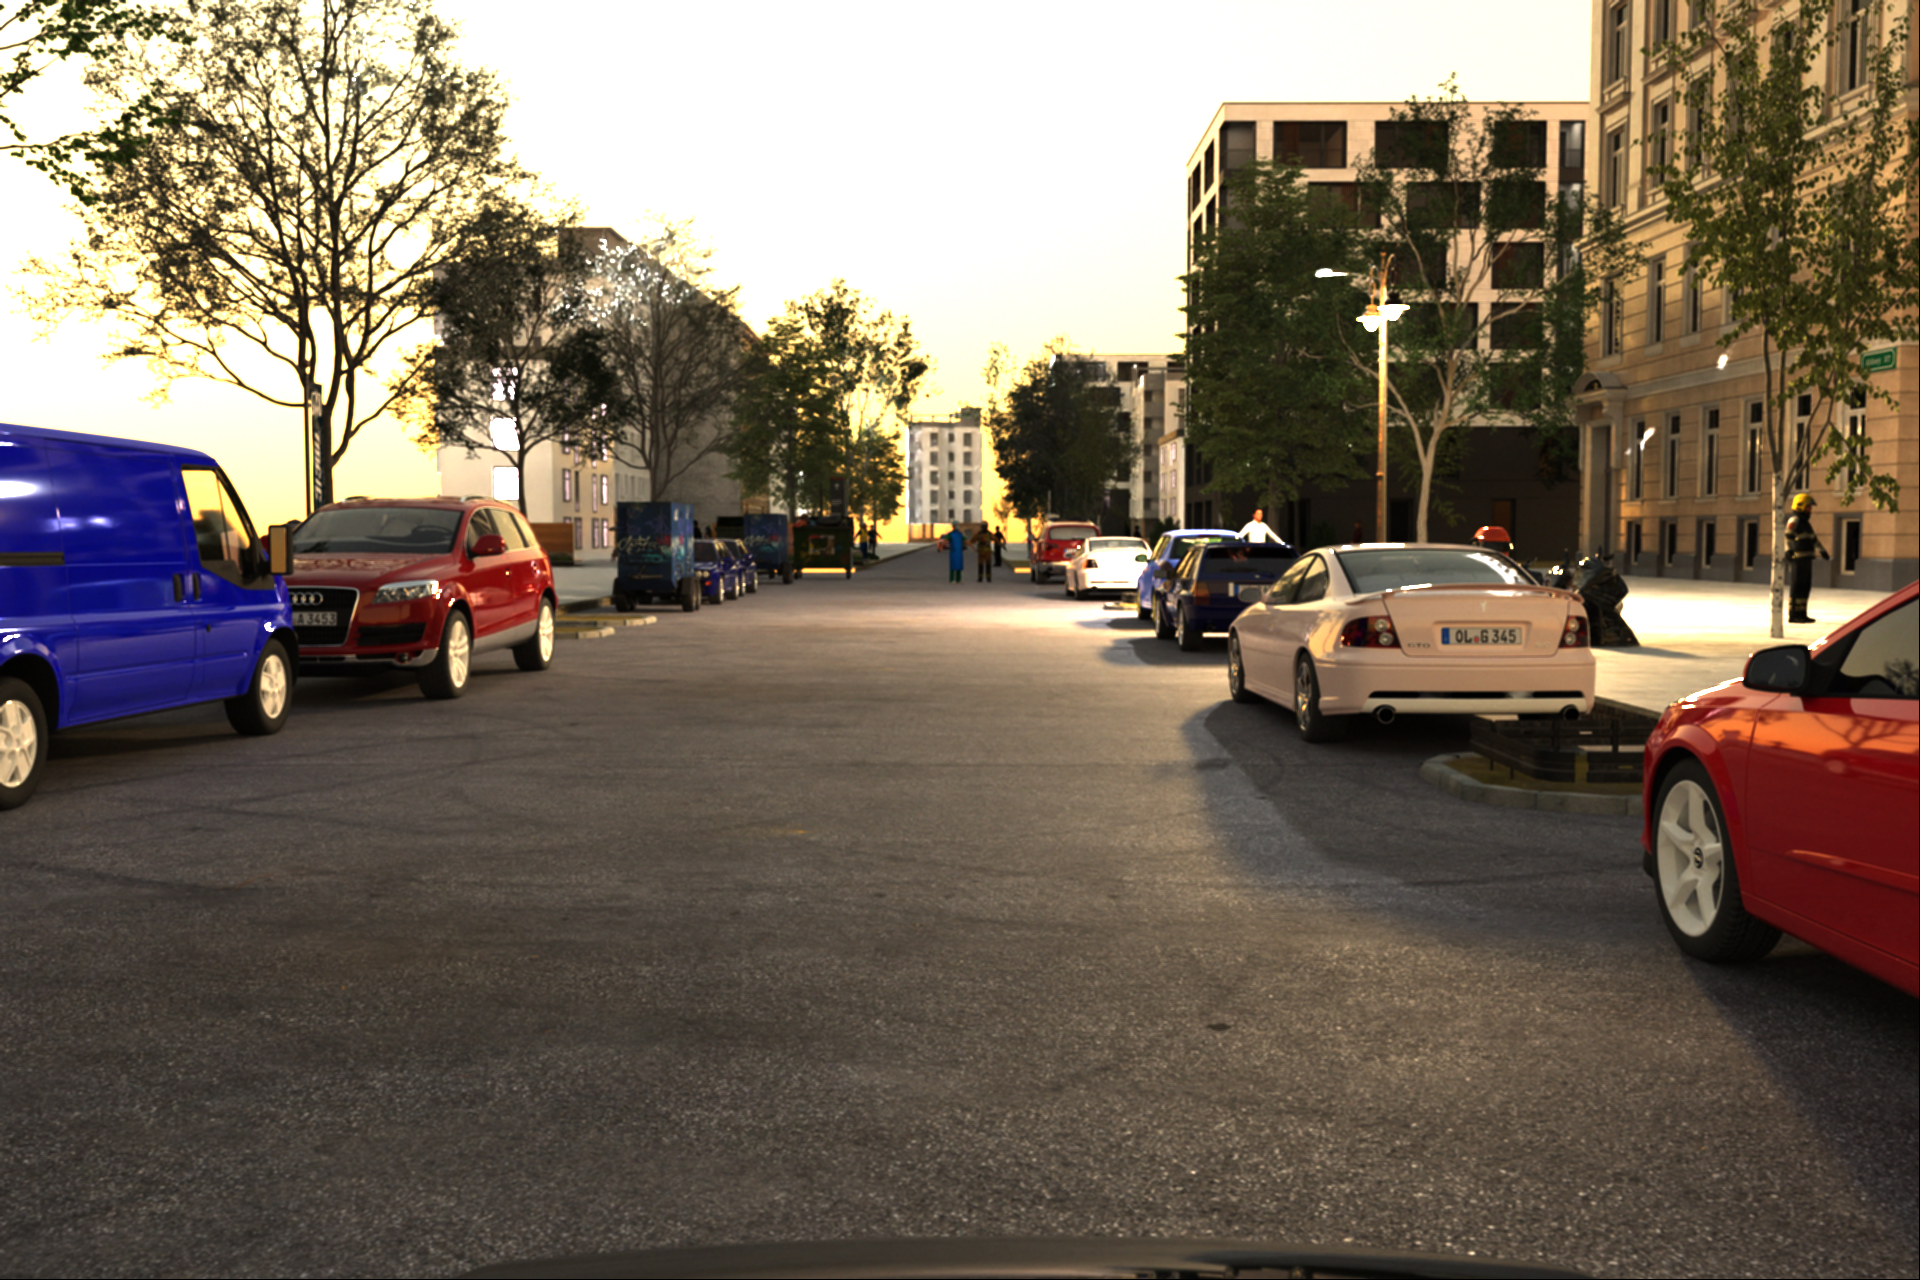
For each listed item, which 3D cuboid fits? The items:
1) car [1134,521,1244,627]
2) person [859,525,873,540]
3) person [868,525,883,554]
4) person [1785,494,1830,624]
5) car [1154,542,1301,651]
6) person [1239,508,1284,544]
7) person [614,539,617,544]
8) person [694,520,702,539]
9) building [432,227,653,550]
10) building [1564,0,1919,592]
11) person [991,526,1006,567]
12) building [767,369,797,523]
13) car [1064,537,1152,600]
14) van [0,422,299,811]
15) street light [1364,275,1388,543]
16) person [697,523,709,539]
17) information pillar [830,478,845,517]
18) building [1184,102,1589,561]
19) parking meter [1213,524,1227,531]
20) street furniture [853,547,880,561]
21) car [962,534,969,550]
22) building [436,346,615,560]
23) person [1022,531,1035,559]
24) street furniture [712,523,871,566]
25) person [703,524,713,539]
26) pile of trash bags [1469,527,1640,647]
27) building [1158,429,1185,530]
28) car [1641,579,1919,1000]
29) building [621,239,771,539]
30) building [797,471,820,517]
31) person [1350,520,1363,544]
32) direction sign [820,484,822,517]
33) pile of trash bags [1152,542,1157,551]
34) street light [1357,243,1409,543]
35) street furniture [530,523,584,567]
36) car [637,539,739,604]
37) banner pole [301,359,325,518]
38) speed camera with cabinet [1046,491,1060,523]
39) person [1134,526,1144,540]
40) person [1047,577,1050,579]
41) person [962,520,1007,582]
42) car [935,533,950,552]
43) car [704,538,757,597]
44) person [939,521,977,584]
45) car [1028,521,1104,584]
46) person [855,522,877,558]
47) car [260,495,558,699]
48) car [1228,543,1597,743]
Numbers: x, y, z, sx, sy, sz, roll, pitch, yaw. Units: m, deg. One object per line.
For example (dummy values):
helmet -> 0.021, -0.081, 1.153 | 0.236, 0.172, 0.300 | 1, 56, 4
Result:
car -> 3.822, -1.125, 27.989 | 1.945, 1.707, 3.694 | 0, 4, 0
person -> -5.437, -5.713, 99.596 | 0.705, 1.806, 1.347 | -3, 4, -37
person -> -5.173, -5.839, 101.401 | 1.347, 1.837, 0.705 | 1, 4, 8
person -> 12.132, -1.171, 24.919 | 1.351, 1.858, 0.704 | -3, 5, -43
car -> 3.545, -0.606, 22.486 | 1.945, 1.354, 3.894 | 0, 3, 0
person -> 6.045, -1.774, 35.166 | 1.344, 1.810, 0.704 | -1, 4, -21
person -> -12.350, -3.617, 65.279 | 1.346, 1.812, 0.704 | -1, 4, -9
person -> -10.007, -3.611, 65.218 | 0.705, 1.806, 1.347 | 1, 4, 20
building -> -26.485, -15.390, 108.039 | 16.016, 20.090, 11.380 | 0, 4, 0
building -> 26.749, -15.976, 47.119 | 13.634, 28.700, 20.117 | 0, 4, 0
person -> 1.637, -4.133, 76.249 | 0.704, 1.802, 1.346 | 3, 4, 39
building -> -24.818, -20.899, 198.119 | 16.016, 20.090, 11.380 | 0, 4, -1
car -> 3.394, -1.614, 38.750 | 2.083, 1.381, 4.827 | 0, 4, -1
van -> -5.828, -0.381, 10.614 | 2.240, 2.365, 5.245 | 0, 4, 1
street light -> 7.997, -3.541, 30.433 | 1.470, 5.913, 1.316 | 0, 3, 0
person -> -11.759, -4.377, 77.428 | 1.347, 1.847, 0.705 | -1, 4, -13
information pillar -> -5.619, -5.523, 79.685 | 0.750, 3.857, 0.750 | 0, 4, 1
building -> 26.480, -15.570, 98.541 | 27.936, 21.610, 32.646 | 0, 4, 0
parking meter -> 6.841, -2.272, 45.561 | 0.372, 1.533, 0.369 | 0, 3, 0
street furniture -> -8.840, -4.169, 83.794 | 10.072, 0.657, 5.734 | 0, 4, 1
car -> -0.192, -9.136, 159.161 | 2.009, 1.686, 4.222 | 0, 4, -1
building -> -22.694, -9.134, 91.484 | 9.099, 9.664, 28.070 | 0, 3, 0
person -> 3.603, -4.949, 90.188 | 0.599, 1.433, 0.991 | 3, 5, 44
street furniture -> -6.687, -3.941, 71.292 | 11.010, 1.723, 9.812 | 0, 4, -4
person -> -14.994, -5.949, 103.047 | 0.705, 1.856, 1.354 | 1, 4, 12
pile of trash bags -> 6.856, -0.696, 21.132 | 1.912, 1.369, 3.447 | 0, 4, 1
building -> 21.887, -12.012, 138.537 | 9.099, 9.664, 28.070 | 0, 4, 0
car -> 3.346, 0.275, 4.543 | 2.155, 1.783, 4.494 | 0, 4, 0
building -> -25.098, -18.547, 134.180 | 19.493, 23.208, 18.063 | 0, 4, 0
building -> -22.798, -17.523, 228.652 | 9.099, 9.664, 28.070 | 0, 4, 1
person -> 12.664, -2.976, 55.462 | 0.721, 1.729, 1.215 | 2, 4, 24
direction sign -> -6.261, -5.270, 78.167 | 0.379, 3.537, 0.876 | 0, 4, 1
pile of trash bags -> 7.385, -2.964, 58.206 | 1.912, 1.369, 3.447 | 0, 4, 0
street light -> 6.761, -3.367, 27.837 | 0.468, 5.910, 1.993 | 0, 3, 0
street furniture -> -19.700, -3.860, 69.967 | 9.812, 1.723, 11.010 | -1, 4, -11
car -> -5.703, -1.462, 36.485 | 1.945, 1.354, 3.894 | 0, 3, 0
banner pole -> -9.367, -2.148, 25.131 | 0.401, 3.779, 0.863 | 0, 4, 1
speed camera with cabinet -> 4.239, -5.117, 78.005 | 0.660, 3.252, 2.038 | 0, 4, 1
person -> 9.745, -5.365, 94.437 | 0.721, 1.740, 1.216 | -1, 4, -16
person -> 2.674, -2.838, 55.321 | 0.721, 1.772, 1.216 | 1, 4, 22
person -> 0.736, -2.673, 51.926 | 1.354, 1.858, 0.705 | 0, 4, 5
car -> -0.899, -7.970, 139.352 | 2.155, 1.783, 4.494 | 0, 4, 0
car -> -5.818, -1.734, 40.938 | 1.945, 1.354, 3.894 | 0, 4, 0
person -> -0.100, -2.526, 49.888 | 1.347, 1.817, 0.704 | -3, 4, -39
car -> 3.159, -2.578, 50.818 | 2.281, 1.827, 5.304 | 0, 4, 0
person -> -4.313, -4.419, 78.221 | 1.349, 1.833, 0.705 | -3, 5, -44
car -> -5.359, -0.494, 16.744 | 2.281, 1.827, 5.304 | 0, 4, 0
car -> 3.267, -0.056, 13.278 | 2.083, 1.381, 4.827 | 0, 4, -1
